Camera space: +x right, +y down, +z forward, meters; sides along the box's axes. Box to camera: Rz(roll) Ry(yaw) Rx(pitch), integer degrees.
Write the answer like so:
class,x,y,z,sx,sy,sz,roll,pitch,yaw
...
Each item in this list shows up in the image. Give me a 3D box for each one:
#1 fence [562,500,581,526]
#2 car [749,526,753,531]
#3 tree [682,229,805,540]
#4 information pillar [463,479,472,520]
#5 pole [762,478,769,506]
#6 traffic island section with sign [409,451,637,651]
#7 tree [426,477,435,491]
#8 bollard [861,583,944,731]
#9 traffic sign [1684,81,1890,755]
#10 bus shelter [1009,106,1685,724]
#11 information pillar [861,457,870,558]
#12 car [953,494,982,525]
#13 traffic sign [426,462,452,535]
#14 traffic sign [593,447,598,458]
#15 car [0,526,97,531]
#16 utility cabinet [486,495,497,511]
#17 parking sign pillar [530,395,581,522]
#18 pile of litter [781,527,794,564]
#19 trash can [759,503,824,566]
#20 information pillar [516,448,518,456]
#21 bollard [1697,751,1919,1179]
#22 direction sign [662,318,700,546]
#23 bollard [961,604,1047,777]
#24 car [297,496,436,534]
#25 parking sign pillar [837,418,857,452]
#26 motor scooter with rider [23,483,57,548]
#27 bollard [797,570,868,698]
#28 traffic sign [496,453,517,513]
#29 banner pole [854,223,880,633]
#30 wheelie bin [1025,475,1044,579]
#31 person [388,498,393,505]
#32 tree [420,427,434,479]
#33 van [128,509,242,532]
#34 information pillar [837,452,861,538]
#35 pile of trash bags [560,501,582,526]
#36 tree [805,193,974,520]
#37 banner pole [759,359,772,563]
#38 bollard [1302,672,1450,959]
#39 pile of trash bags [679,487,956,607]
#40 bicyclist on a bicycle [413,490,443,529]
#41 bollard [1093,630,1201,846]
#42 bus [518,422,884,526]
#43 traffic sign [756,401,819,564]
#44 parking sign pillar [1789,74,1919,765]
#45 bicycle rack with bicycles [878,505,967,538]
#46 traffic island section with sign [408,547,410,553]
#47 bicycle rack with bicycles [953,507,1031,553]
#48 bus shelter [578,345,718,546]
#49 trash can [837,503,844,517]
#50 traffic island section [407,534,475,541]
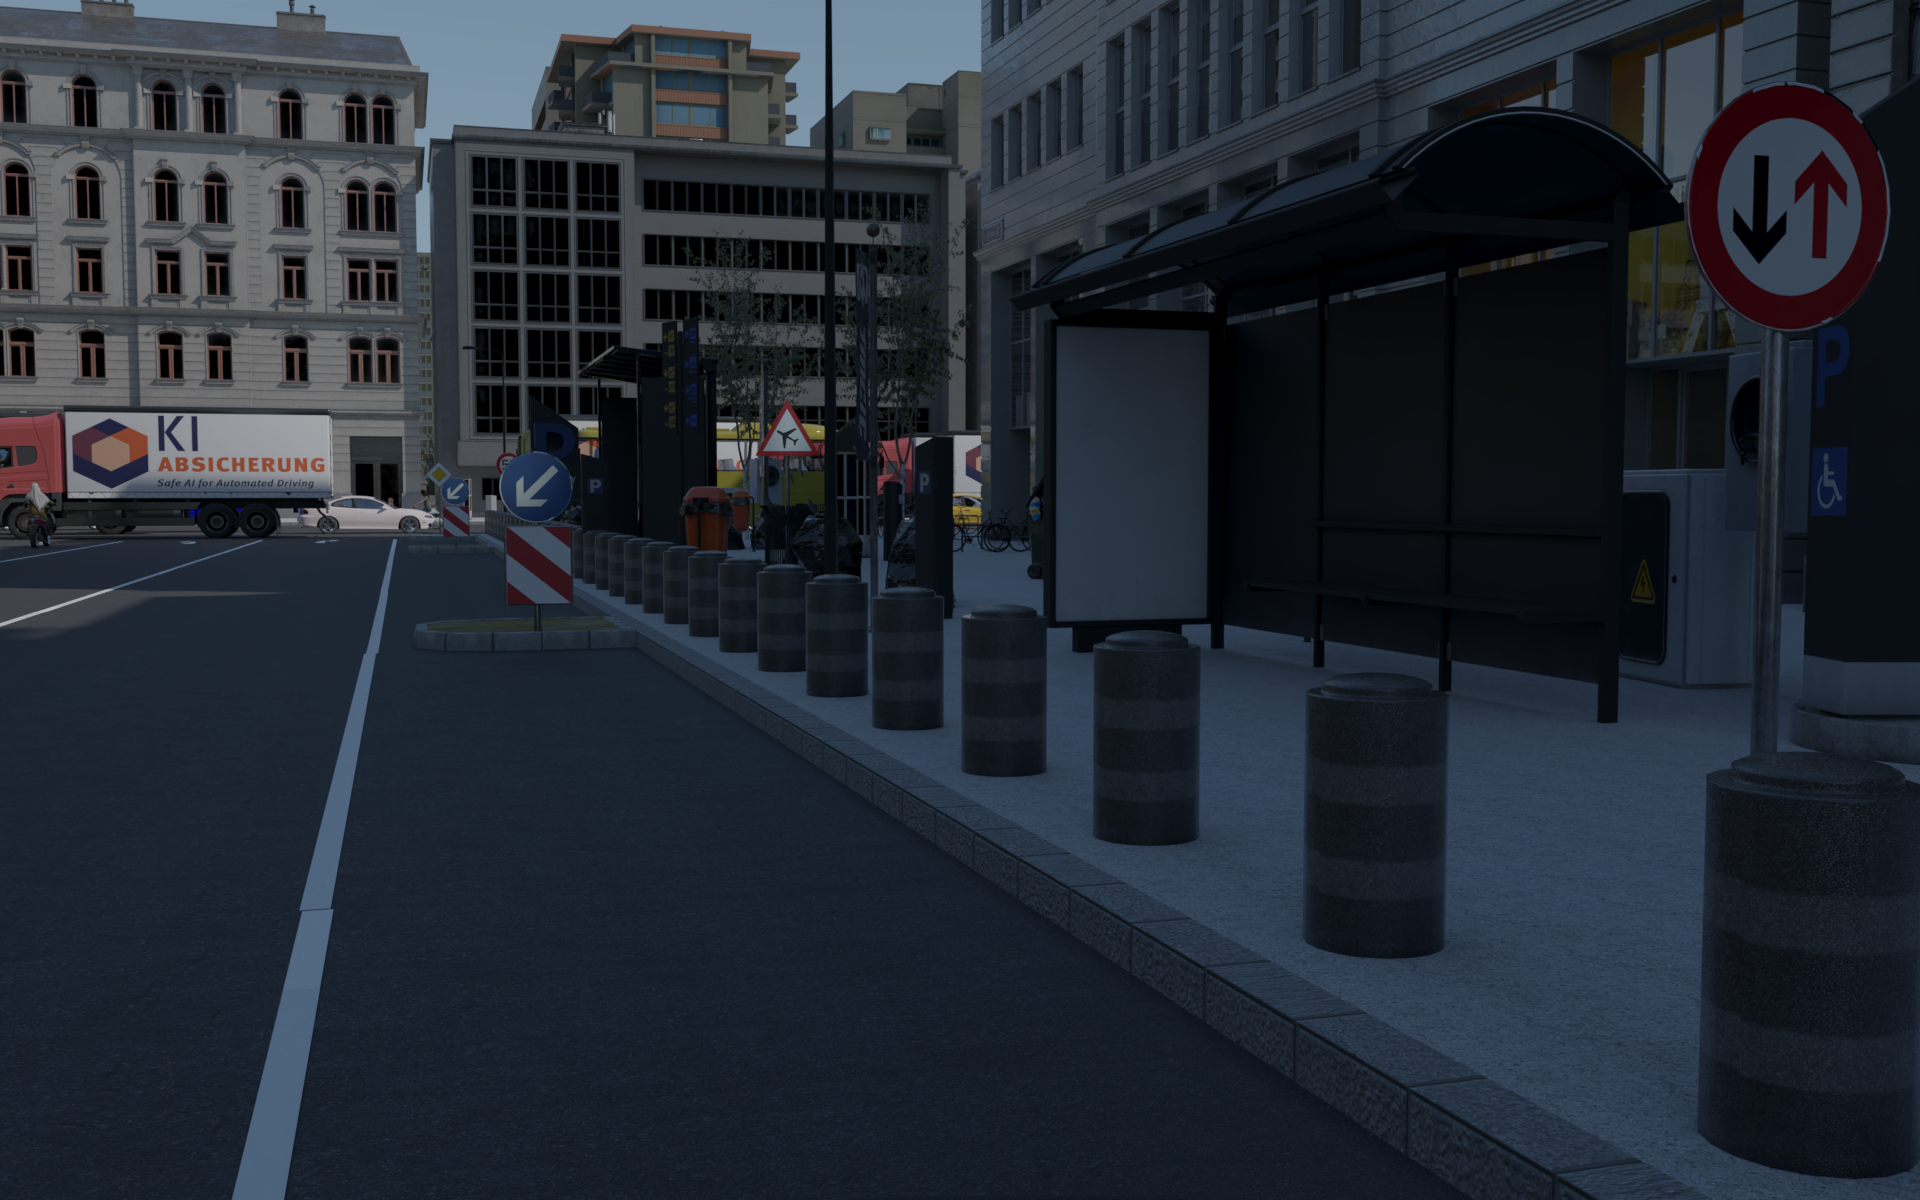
class,x,y,z,sx,sy,sz,roll,pitch,yaw
fence,-7.125,-1.491,35.581,2.264,1.192,0.480,0,4,2
car,-7.031,-3.671,68.810,4.718,1.807,1.959,-1,4,-19
tree,-5.868,-5.978,48.109,4.360,8.622,3.978,0,3,0
information pillar,-24.110,-4.911,84.789,0.304,2.012,0.304,0,4,2
pole,-4.766,-2.966,42.331,0.158,3.312,0.155,0,3,0
traffic island section with sign,-4.266,-0.500,16.811,1.989,1.847,2.006,-1,4,-18
tree,-62.381,-13.705,207.786,4.285,4.588,4.351,0,3,0
bollard,-0.287,0.315,9.560,0.404,0.777,0.398,0,3,0
traffic sign,2.560,-0.328,5.467,0.768,2.556,0.104,-1,4,-17
bus shelter,2.205,-1.088,11.721,2.014,3.302,5.546,-1,4,-18
information pillar,-1.939,-1.853,34.791,0.304,2.012,0.304,2,4,33
car,0.394,-3.754,71.597,3.980,1.641,2.015,-1,4,-17
traffic sign,-16.262,-3.087,54.108,0.795,2.450,0.064,-1,4,-18
traffic sign,-8.512,-2.569,42.111,0.768,2.556,0.104,-1,4,-11
car,-36.065,-3.692,69.037,5.304,1.827,2.281,-1,4,-17
utility cabinet,-23.908,-4.721,88.347,0.306,1.237,1.020,-2,4,-30
parking sign pillar,-11.083,-3.609,47.479,1.447,3.967,1.447,-1,4,-21
pile of litter,-2.459,-0.847,27.814,1.719,0.858,1.176,3,4,36
trash can,-2.179,-0.635,22.030,0.748,1.137,0.748,0,3,0
information pillar,-22.578,-5.946,88.574,0.183,3.616,0.504,-2,4,-32
bollard,1.679,0.691,3.418,0.404,0.777,0.398,0,3,0
direction sign,-3.646,-1.875,22.661,0.379,3.537,0.876,-3,5,-40
bollard,0.204,0.410,8.021,0.404,0.777,0.398,0,3,0
car,-21.719,-3.124,63.446,4.827,1.381,2.083,-1,4,-19
parking sign pillar,-3.783,-4.167,56.595,1.447,3.967,1.447,-3,4,-37
motor scooter with rider,-24.837,-2.314,46.792,0.876,1.779,1.986,-1,4,-16
bollard,-0.786,0.222,11.083,0.404,0.777,0.398,0,3,0
traffic sign,-13.882,-3.257,53.355,0.768,2.556,0.104,-1,4,-10
banner pole,-0.850,-1.583,15.891,0.401,3.779,0.863,1,4,12
wheelie bin,1.445,-1.120,26.213,0.693,1.594,0.980,2,4,33
person,-25.349,-3.904,76.993,0.373,1.253,0.362,1,4,22
tree,-54.665,-14.101,180.909,4.360,8.622,3.978,0,3,0
van,-29.756,-3.739,65.524,5.245,2.365,2.240,-1,4,-17
information pillar,-1.992,-1.585,30.406,0.304,2.012,0.304,-3,5,-42
pile of trash bags,-7.644,-1.777,38.801,1.912,1.369,3.447,-3,4,-38
tree,-1.502,-5.657,42.855,4.360,8.622,3.978,0,3,0
banner pole,-3.662,-2.588,32.323,0.401,3.779,0.863,-1,4,-17
bollard,1.187,0.597,4.953,0.404,0.777,0.398,0,3,0
pile of trash bags,-1.649,-0.646,20.317,3.447,1.369,1.912,1,4,13
bicyclist on a bicycle,-21.696,-3.663,69.916,1.625,1.676,1.499,-1,4,-16
bollard,0.697,0.503,6.486,0.404,0.777,0.398,0,3,0
bus,-8.889,-4.172,59.766,12.252,3.916,2.896,-1,4,-17
traffic sign,-2.409,-1.479,24.187,0.884,2.594,0.081,-1,4,-9
parking sign pillar,4.987,-1.233,8.626,1.447,3.967,1.447,0,4,-1
bicycle rack with bicycles,-1.486,-2.244,50.069,2.852,0.926,2.925,1,4,21
traffic island section with sign,-12.501,-2.071,42.482,1.989,1.847,2.006,-1,4,-18
bicycle rack with bicycles,1.243,-1.557,38.842,2.925,0.926,2.852,1,4,16
bus shelter,-5.564,-2.405,30.598,1.731,3.624,6.357,-1,4,-18
trash can,-2.119,-0.890,26.200,0.748,1.137,0.748,0,3,0
traffic island section,-16.242,-1.952,54.192,2.009,0.180,2.903,-1,4,-18
